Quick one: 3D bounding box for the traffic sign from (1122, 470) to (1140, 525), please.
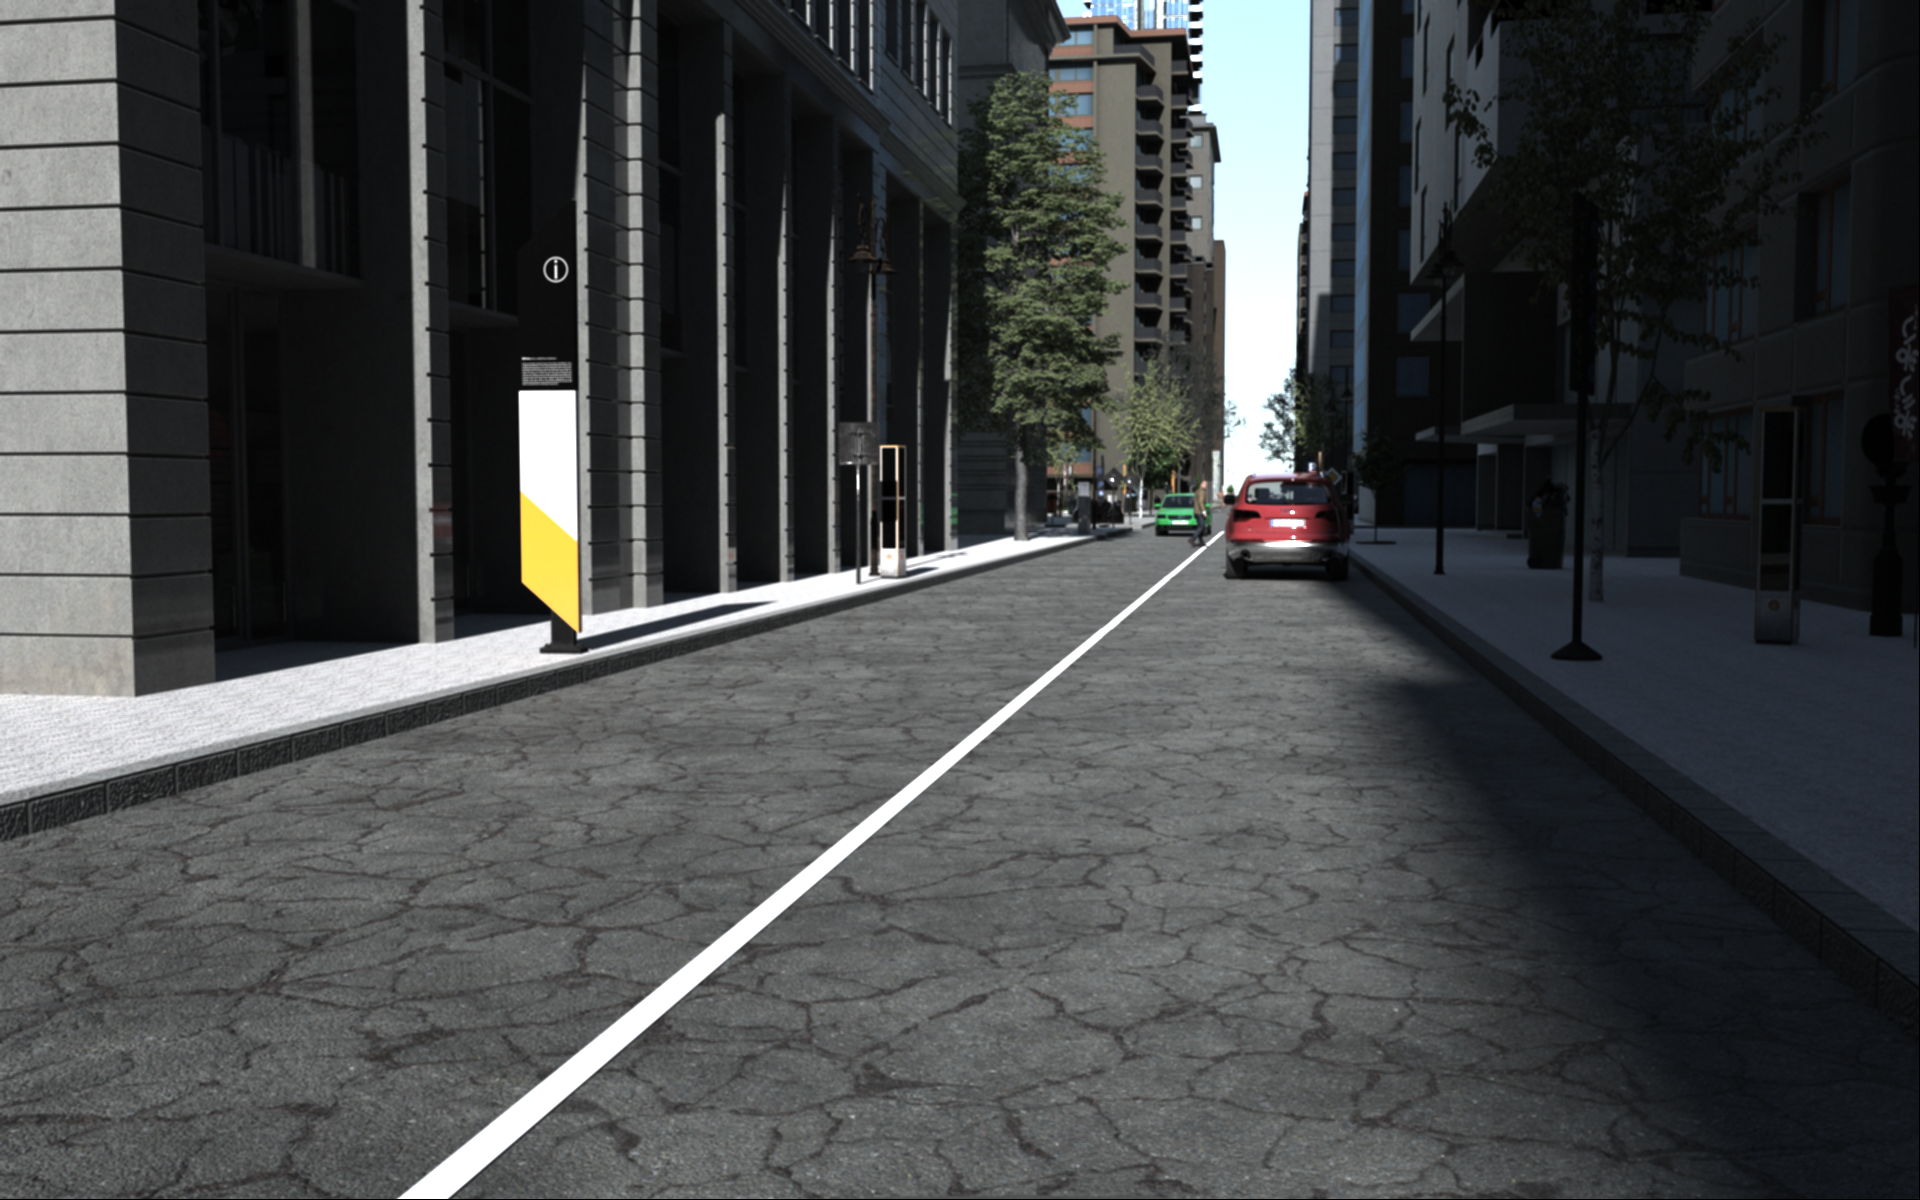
[{"bbox_3d":[7.173,-4.234,72.865,0.795,2.450,0.064,1,4,10],"label":"traffic sign"}]

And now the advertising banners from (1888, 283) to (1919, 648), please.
[{"bbox_3d":[7.994,-1.078,13.814,0.090,3.025,2.074,0,4,-4],"label":"advertising banners"}]

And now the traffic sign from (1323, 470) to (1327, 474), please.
[{"bbox_3d":[15.040,-4.147,71.448,0.795,2.450,0.064,1,4,10],"label":"traffic sign"}]

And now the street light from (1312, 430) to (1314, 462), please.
[{"bbox_3d":[22.330,-8.373,109.679,0.468,5.910,1.993,1,4,10],"label":"street light"}]

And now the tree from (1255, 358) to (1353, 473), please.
[{"bbox_3d":[23.758,-11.290,119.006,7.601,10.594,8.767,1,4,14],"label":"tree"}]

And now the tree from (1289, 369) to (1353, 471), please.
[{"bbox_3d":[21.084,-9.250,101.592,4.737,8.622,4.395,0,3,0],"label":"tree"}]

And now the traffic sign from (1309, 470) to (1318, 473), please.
[{"bbox_3d":[18.900,-5.655,92.557,0.768,2.556,0.104,1,4,11],"label":"traffic sign"}]

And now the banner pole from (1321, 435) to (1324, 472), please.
[{"bbox_3d":[15.203,-5.057,72.694,0.401,3.779,0.863,1,4,8],"label":"banner pole"}]

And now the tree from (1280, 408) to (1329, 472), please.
[{"bbox_3d":[27.787,-11.507,138.497,4.360,8.622,3.978,0,3,0],"label":"tree"}]

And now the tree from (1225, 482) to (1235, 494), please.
[{"bbox_3d":[44.481,-17.755,284.893,1.663,3.219,1.824,0,3,0],"label":"tree"}]

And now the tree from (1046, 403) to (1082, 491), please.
[{"bbox_3d":[7.990,-11.526,138.819,4.737,8.622,4.395,0,3,0],"label":"tree"}]

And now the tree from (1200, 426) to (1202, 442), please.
[{"bbox_3d":[13.187,-9.765,110.024,4.737,8.622,4.395,0,3,0],"label":"tree"}]

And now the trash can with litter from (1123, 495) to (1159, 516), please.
[{"bbox_3d":[10.439,-5.677,103.883,2.233,1.210,1.678,-3,4,-37],"label":"trash can with litter"}]

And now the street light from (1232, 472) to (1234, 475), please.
[{"bbox_3d":[47.488,-20.089,301.238,0.468,5.910,1.993,1,4,10],"label":"street light"}]

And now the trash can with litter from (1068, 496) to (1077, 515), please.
[{"bbox_3d":[7.086,-5.824,106.609,0.624,1.170,1.055,-2,4,-33],"label":"trash can with litter"}]

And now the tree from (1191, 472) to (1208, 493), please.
[{"bbox_3d":[21.458,-9.834,155.385,1.663,3.219,1.824,0,3,0],"label":"tree"}]

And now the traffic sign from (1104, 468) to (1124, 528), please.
[{"bbox_3d":[5.772,-3.753,65.003,0.795,2.450,0.064,1,4,10],"label":"traffic sign"}]

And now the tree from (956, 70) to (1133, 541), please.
[{"bbox_3d":[1.349,-7.892,47.168,7.486,12.596,7.792,0,3,0],"label":"tree"}]

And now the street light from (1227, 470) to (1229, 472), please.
[{"bbox_3d":[41.184,-17.944,266.176,0.468,5.910,1.993,1,4,10],"label":"street light"}]

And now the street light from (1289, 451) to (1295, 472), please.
[{"bbox_3d":[35.630,-12.961,184.706,0.468,5.910,1.993,1,4,10],"label":"street light"}]

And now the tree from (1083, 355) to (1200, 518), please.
[{"bbox_3d":[9.736,-8.693,92.501,4.737,8.622,4.395,0,3,0],"label":"tree"}]

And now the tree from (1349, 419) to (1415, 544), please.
[{"bbox_3d":[10.895,-3.067,44.740,1.663,3.219,1.824,0,3,0],"label":"tree"}]

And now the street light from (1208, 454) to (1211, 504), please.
[{"bbox_3d":[26.512,-12.919,184.016,0.468,5.910,1.993,1,4,10],"label":"street light"}]

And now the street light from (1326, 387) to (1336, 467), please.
[{"bbox_3d":[16.000,-6.221,74.499,0.468,5.910,1.993,1,4,10],"label":"street light"}]

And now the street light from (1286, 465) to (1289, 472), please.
[{"bbox_3d":[42.002,-15.128,220.134,0.468,5.910,1.993,1,4,10],"label":"street light"}]

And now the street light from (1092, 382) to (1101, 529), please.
[{"bbox_3d":[4.906,-5.527,63.159,0.468,5.910,1.993,1,4,10],"label":"street light"}]

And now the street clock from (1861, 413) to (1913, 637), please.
[{"bbox_3d":[8.376,-0.675,15.609,0.358,2.002,0.471,-1,4,-20],"label":"street clock"}]

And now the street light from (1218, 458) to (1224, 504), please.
[{"bbox_3d":[34.830,-15.752,230.338,0.468,5.910,1.993,1,4,10],"label":"street light"}]

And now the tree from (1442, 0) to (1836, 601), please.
[{"bbox_3d":[7.614,-4.277,20.288,4.737,8.622,4.395,0,3,0],"label":"tree"}]

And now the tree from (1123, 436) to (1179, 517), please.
[{"bbox_3d":[10.781,-7.004,98.229,4.285,4.588,4.351,0,3,0],"label":"tree"}]

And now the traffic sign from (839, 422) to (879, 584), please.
[{"bbox_3d":[-1.443,-1.375,24.611,0.606,2.300,0.079,1,4,18],"label":"traffic sign"}]

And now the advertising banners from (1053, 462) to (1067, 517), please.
[{"bbox_3d":[5.592,-6.158,96.864,0.090,3.025,2.074,-1,4,-18],"label":"advertising banners"}]

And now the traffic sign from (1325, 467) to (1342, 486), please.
[{"bbox_3d":[13.639,-3.666,63.586,0.795,2.450,0.064,1,4,10],"label":"traffic sign"}]

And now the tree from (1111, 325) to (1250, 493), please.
[{"bbox_3d":[15.893,-13.206,126.290,12.009,13.543,11.850,0,3,0],"label":"tree"}]

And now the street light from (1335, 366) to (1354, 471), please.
[{"bbox_3d":[13.993,-5.507,62.823,0.468,5.910,1.993,1,4,10],"label":"street light"}]

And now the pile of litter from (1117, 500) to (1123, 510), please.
[{"bbox_3d":[13.276,-7.862,142.502,1.719,0.858,1.176,-2,4,-29],"label":"pile of litter"}]

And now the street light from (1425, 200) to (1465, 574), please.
[{"bbox_3d":[7.678,-3.350,27.564,0.468,5.910,1.993,1,4,10],"label":"street light"}]

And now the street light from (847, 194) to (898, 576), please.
[{"bbox_3d":[-1.345,-3.318,27.031,0.468,5.910,1.993,1,4,10],"label":"street light"}]

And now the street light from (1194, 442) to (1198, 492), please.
[{"bbox_3d":[20.216,-10.755,148.631,0.468,5.910,1.993,1,4,10],"label":"street light"}]

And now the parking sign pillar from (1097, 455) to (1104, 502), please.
[{"bbox_3d":[9.669,-7.980,118.937,1.447,3.967,1.447,0,4,2],"label":"parking sign pillar"}]

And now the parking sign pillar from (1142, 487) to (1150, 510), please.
[{"bbox_3d":[14.180,-9.016,135.878,1.447,3.967,1.447,3,5,42],"label":"parking sign pillar"}]

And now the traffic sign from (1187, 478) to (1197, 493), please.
[{"bbox_3d":[17.975,-8.195,134.088,0.768,2.556,0.104,1,4,11],"label":"traffic sign"}]

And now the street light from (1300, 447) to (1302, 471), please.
[{"bbox_3d":[29.411,-10.816,149.628,0.468,5.910,1.993,1,4,10],"label":"street light"}]

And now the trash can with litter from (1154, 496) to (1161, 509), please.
[{"bbox_3d":[16.696,-8.135,144.394,1.055,1.170,0.624,0,4,6],"label":"trash can with litter"}]
